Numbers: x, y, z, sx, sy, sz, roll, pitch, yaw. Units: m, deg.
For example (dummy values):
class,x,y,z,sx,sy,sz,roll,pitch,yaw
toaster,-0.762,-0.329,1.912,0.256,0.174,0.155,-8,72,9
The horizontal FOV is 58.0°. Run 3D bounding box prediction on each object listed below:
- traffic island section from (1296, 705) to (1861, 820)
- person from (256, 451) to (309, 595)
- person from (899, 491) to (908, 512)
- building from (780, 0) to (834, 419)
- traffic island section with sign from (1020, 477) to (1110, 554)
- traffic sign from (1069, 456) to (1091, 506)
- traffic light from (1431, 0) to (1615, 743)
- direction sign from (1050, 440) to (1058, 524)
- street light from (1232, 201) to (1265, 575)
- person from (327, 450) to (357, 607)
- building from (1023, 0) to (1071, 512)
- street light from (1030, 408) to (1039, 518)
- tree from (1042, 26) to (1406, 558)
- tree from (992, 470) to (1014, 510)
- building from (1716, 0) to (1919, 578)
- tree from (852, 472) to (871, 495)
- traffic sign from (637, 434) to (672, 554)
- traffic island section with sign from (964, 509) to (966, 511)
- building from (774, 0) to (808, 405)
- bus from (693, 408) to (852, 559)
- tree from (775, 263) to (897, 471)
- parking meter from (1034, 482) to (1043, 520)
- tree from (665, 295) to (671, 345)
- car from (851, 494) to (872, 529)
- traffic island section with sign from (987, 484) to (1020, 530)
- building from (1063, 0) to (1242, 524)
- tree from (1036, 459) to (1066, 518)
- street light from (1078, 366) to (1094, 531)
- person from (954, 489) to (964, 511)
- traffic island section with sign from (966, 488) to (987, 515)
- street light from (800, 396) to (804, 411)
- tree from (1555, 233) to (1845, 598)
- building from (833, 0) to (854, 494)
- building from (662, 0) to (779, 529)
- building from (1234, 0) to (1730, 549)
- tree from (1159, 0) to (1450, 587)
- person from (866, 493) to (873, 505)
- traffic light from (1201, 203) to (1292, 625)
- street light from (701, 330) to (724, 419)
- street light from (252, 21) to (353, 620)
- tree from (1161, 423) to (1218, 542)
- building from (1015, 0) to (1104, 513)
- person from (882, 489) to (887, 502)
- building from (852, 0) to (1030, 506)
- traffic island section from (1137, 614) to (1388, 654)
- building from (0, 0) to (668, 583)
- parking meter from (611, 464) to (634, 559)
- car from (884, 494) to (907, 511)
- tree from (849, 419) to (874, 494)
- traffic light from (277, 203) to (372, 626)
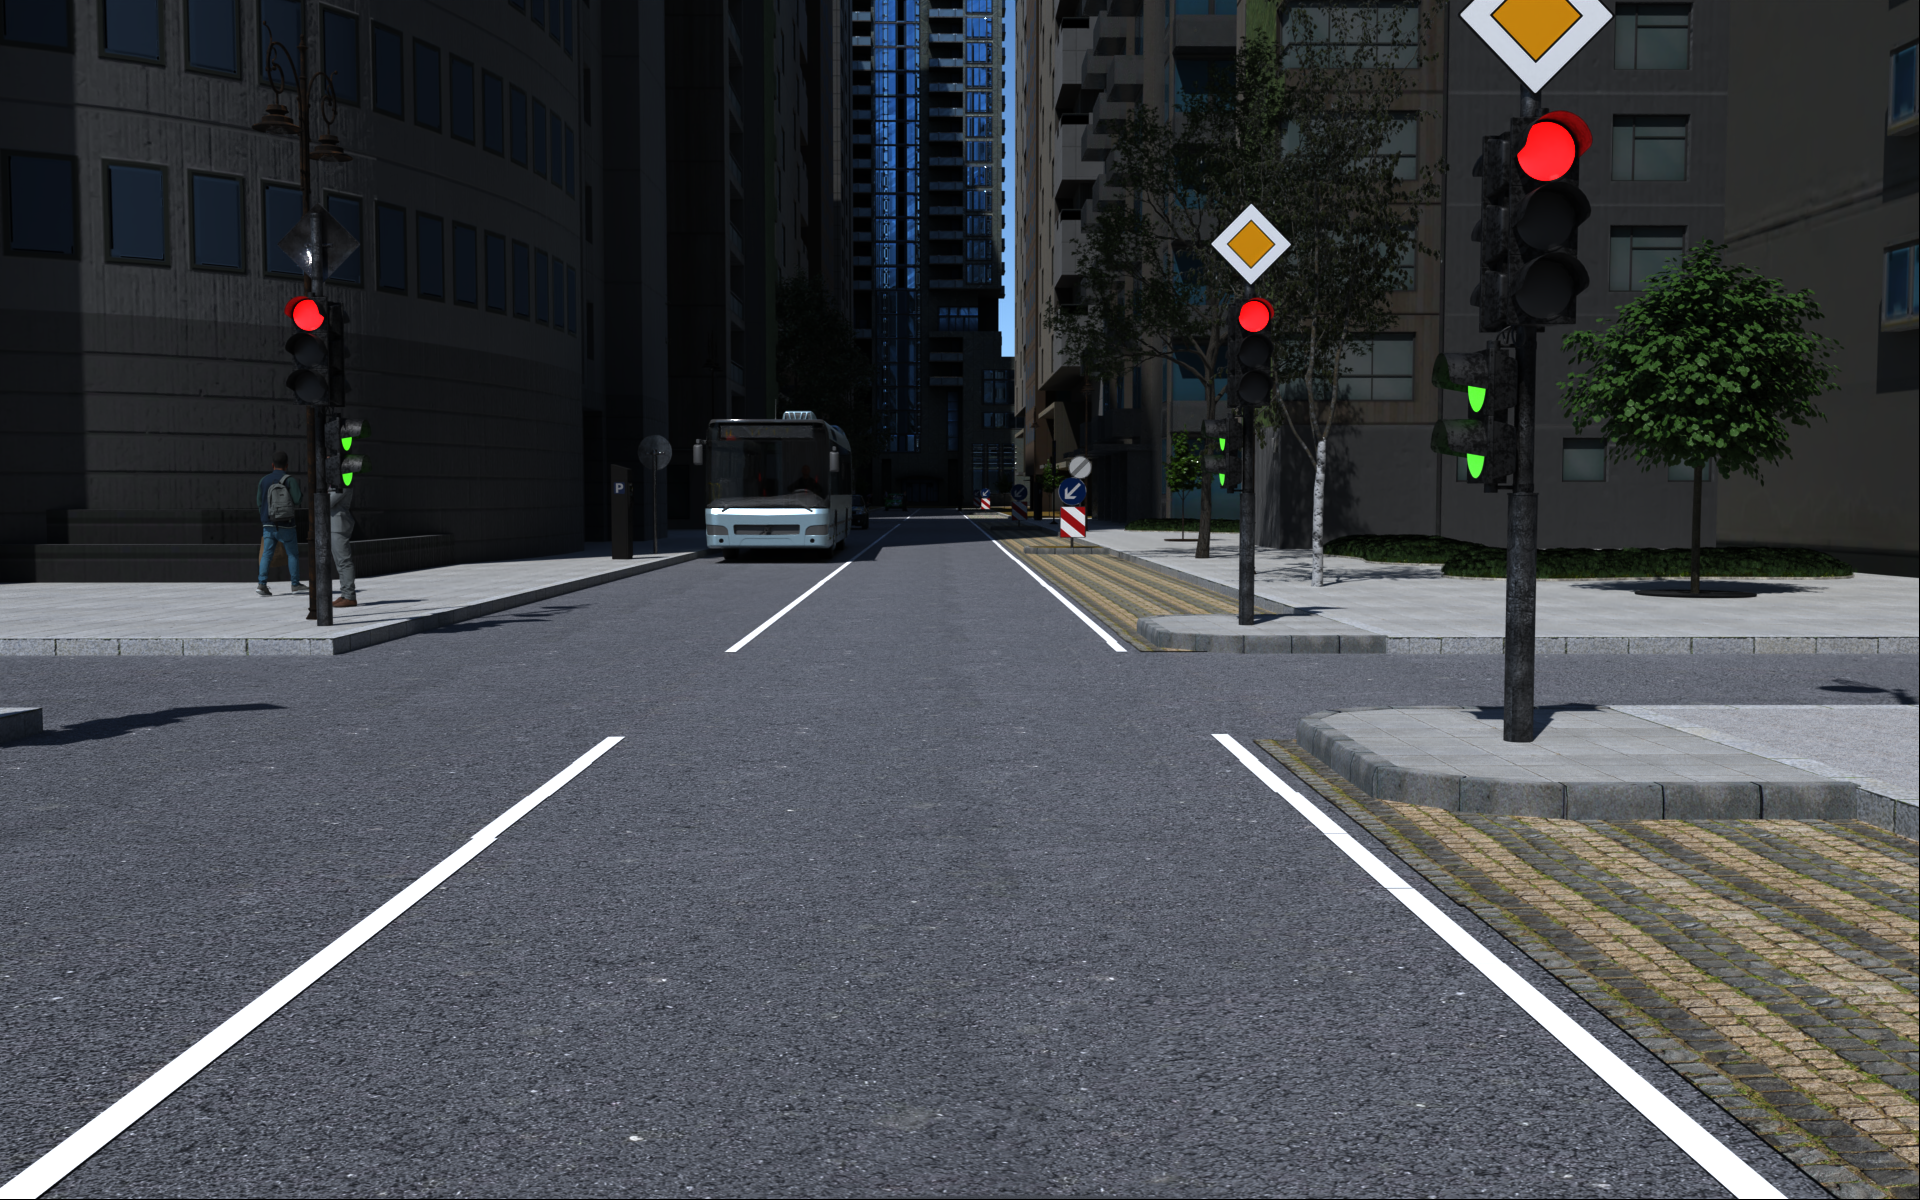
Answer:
class,x,y,z,sx,sy,sz,roll,pitch,yaw
traffic island section,2.925,0.812,9.009,2.009,0.180,2.903,0,4,-1
person,-8.599,-0.966,21.818,0.794,1.824,0.713,2,4,27
person,-4.610,-8.097,141.694,0.445,1.727,0.742,3,5,43
building,-16.579,-29.140,126.550,14.600,45.320,14.200,0,4,-1
traffic island section with sign,2.547,-2.027,41.773,1.989,1.847,2.006,0,4,-1
traffic sign,4.021,-3.545,58.065,0.768,2.556,0.104,0,4,6
traffic light,2.885,-1.222,8.895,0.839,4.253,0.868,0,4,-1
direction sign,3.986,-4.984,73.480,0.379,3.537,0.876,0,4,-6
street light,4.652,-3.346,27.503,0.468,5.910,1.993,0,4,-1
person,-7.133,-0.826,19.725,0.466,1.800,0.511,-3,4,-39
building,12.240,-29.415,131.040,14.600,45.320,14.200,0,4,-1
street light,3.937,-7.240,91.162,0.468,5.910,1.993,0,4,-1
tree,5.190,-6.109,34.302,7.601,10.594,8.767,0,4,-1
tree,3.623,-8.829,138.955,1.663,3.219,1.824,0,3,0
building,25.099,-24.706,27.650,21.600,48.544,21.300,0,4,-1
tree,-8.705,-9.566,151.002,1.663,3.219,1.824,0,3,0
traffic sign,-6.529,-2.259,37.040,0.768,2.556,0.104,0,4,8
traffic island section with sign,1.302,-8.383,145.694,1.989,1.847,2.006,0,4,-1
building,-23.500,-31.571,105.432,28.713,52.752,27.495,0,4,-1
bus,-4.095,-2.829,41.120,2.948,3.499,13.247,0,4,-1
tree,-8.125,-10.375,86.631,9.611,12.733,9.660,0,3,0
parking meter,3.809,-4.808,84.315,0.255,1.863,0.399,3,5,42
tree,-11.146,-6.400,54.995,4.360,8.622,3.978,0,3,0
car,-4.633,-3.764,71.330,2.009,1.686,4.222,0,4,-2
traffic island section with sign,2.212,-3.676,68.726,1.989,1.847,2.006,0,4,-1
building,17.106,-27.934,76.327,23.786,49.044,30.456,0,4,-1
tree,4.797,-6.148,95.126,1.663,3.219,1.824,0,3,0
street light,4.360,-5.318,59.729,0.468,5.910,1.993,0,4,-1
person,-0.046,-8.251,143.420,0.705,1.821,1.348,-3,5,-40
traffic island section with sign,1.625,-6.735,118.741,1.989,1.847,2.006,0,4,-1
street light,-7.320,-6.585,80.452,0.468,5.910,1.993,0,4,-1
tree,9.407,-2.331,21.827,4.285,4.588,4.351,0,3,0
building,-20.301,-43.826,154.799,20.611,71.187,20.563,0,4,-1
building,-14.557,-23.319,64.863,14.154,41.232,14.086,0,4,-1
building,14.356,-22.159,45.897,14.154,41.232,14.086,0,4,-1
tree,4.935,-4.505,24.016,4.360,8.622,3.978,0,3,0
person,-8.834,-9.728,168.326,0.697,1.427,0.421,-1,4,-13
traffic light,2.790,-1.710,16.879,0.839,4.253,0.868,0,4,-1
street light,-6.983,-4.662,49.018,0.468,5.910,1.993,0,4,-1
street light,-6.612,-2.740,17.585,0.468,5.910,1.993,0,4,-1
tree,6.039,-3.205,46.996,1.663,3.219,1.824,0,3,0
building,18.786,-34.444,152.405,28.713,52.752,27.495,0,4,-1
person,-6.627,-8.734,151.167,0.599,1.838,0.709,0,4,-7
building,-8.304,-53.463,186.799,31.000,86.520,22.319,0,4,-1
traffic island section,2.830,0.323,16.994,2.009,0.180,2.903,0,4,-1
building,-18.948,-30.164,35.187,21.231,58.520,28.212,0,4,-1
parking meter,-6.629,-1.732,34.037,0.399,1.863,0.255,1,4,11
car,-5.447,-8.456,147.048,1.959,1.807,4.718,0,4,-1
tree,-8.979,-11.803,143.339,4.737,8.622,4.395,0,3,0
traffic light,-6.170,-1.703,16.757,0.839,4.253,0.868,0,4,-1
